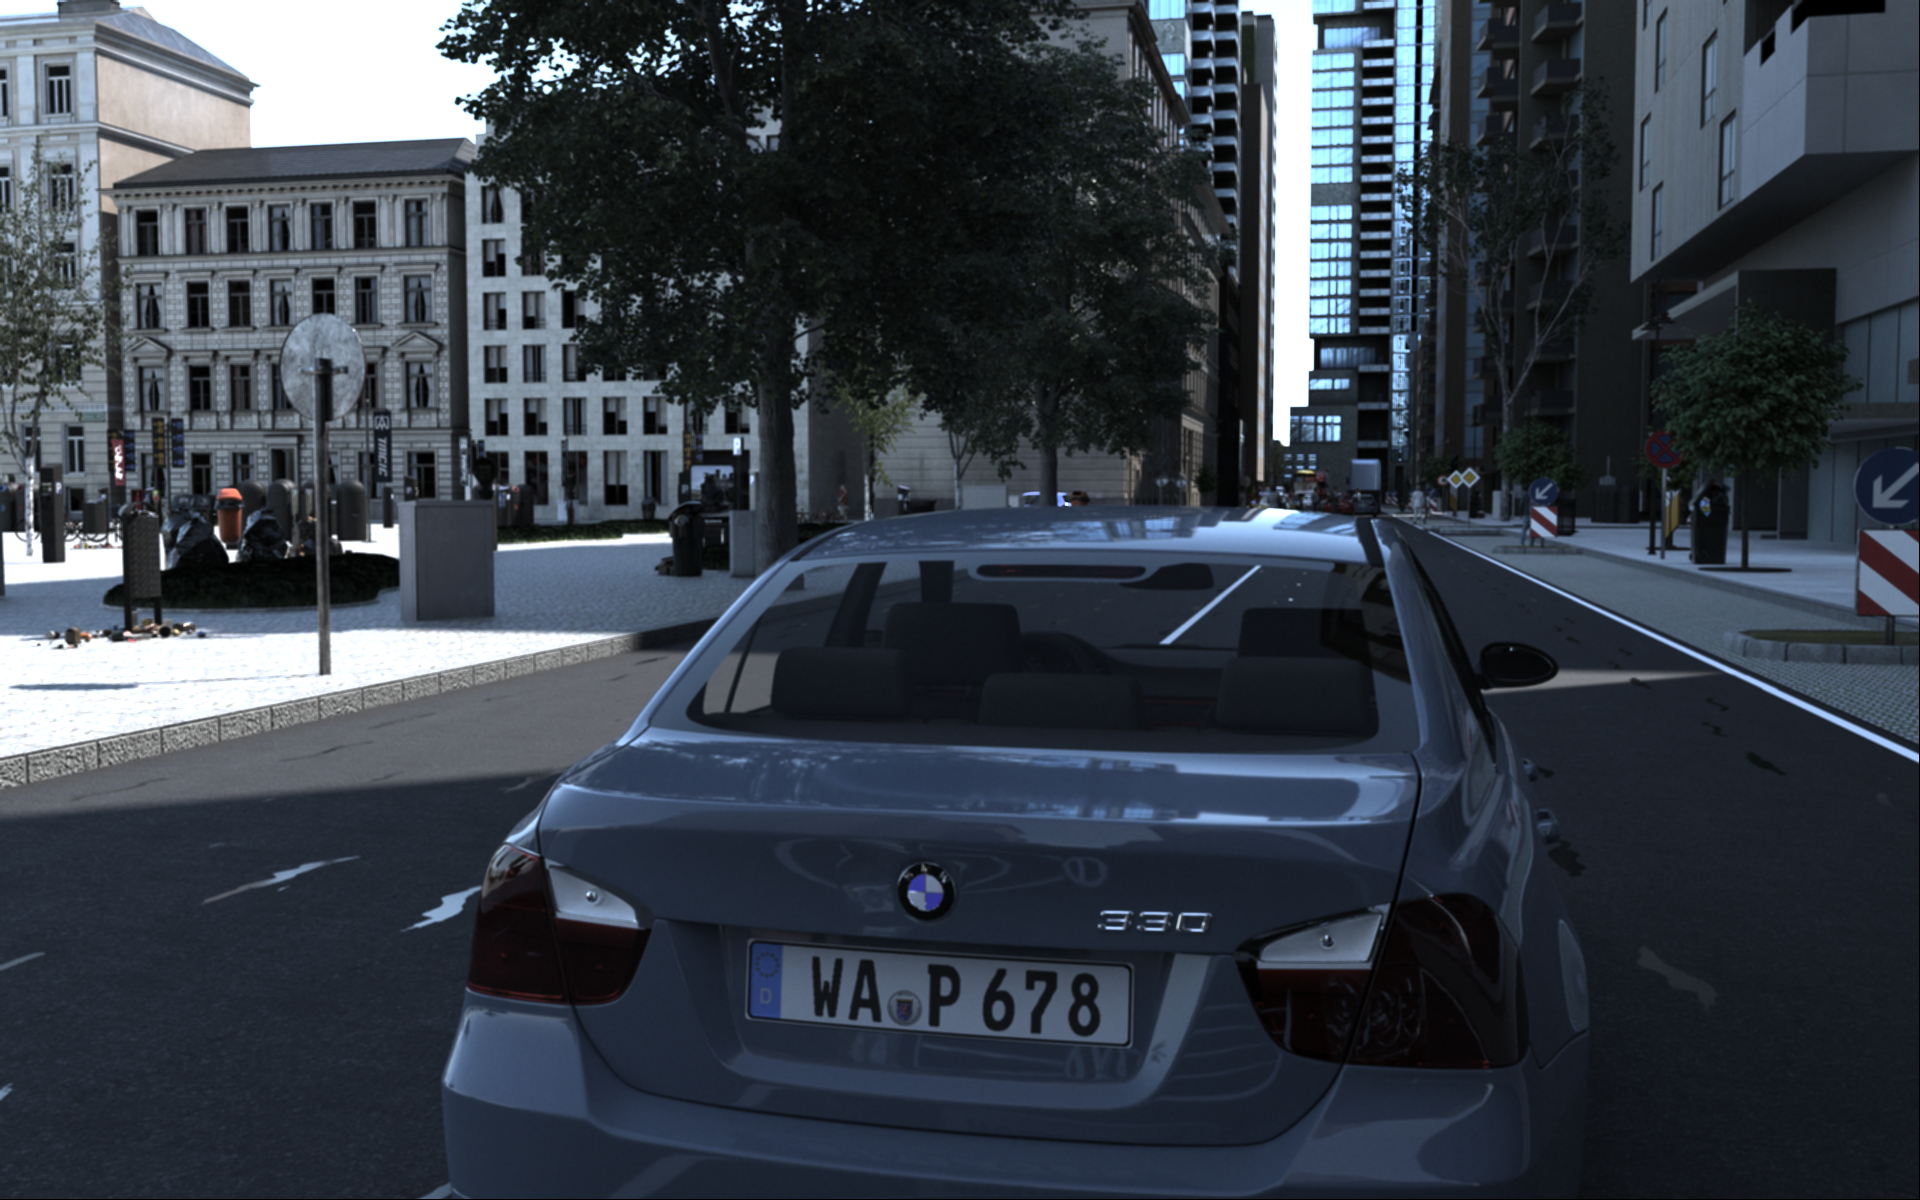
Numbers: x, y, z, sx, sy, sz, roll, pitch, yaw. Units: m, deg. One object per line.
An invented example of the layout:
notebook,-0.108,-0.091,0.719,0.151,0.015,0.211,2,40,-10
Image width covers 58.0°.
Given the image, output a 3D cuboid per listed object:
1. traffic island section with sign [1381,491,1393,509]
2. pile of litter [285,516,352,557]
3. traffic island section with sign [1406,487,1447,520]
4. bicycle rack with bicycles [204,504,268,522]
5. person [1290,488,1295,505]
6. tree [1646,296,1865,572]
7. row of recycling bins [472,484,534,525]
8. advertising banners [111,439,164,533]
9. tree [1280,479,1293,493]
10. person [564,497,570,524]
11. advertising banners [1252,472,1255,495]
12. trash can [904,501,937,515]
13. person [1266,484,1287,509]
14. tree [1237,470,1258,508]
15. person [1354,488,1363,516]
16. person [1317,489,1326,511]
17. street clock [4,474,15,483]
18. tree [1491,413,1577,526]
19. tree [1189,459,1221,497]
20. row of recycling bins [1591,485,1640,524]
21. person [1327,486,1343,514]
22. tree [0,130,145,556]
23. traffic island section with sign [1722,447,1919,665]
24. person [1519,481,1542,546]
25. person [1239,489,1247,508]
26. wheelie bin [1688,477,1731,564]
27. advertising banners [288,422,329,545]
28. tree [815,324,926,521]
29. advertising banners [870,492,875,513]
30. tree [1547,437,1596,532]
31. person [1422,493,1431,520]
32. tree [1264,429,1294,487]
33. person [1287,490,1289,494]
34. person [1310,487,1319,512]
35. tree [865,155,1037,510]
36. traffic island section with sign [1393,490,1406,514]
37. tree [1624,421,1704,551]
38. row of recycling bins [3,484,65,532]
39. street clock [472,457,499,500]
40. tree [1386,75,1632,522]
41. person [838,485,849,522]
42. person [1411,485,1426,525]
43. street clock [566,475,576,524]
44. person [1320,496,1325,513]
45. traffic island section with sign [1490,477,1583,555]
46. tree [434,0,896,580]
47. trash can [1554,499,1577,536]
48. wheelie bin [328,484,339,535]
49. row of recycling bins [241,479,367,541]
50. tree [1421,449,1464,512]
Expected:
traffic island section with sign,48.747,-11.568,197.769,1.989,1.847,2.006,1,4,13
pile of litter,-12.718,-1.228,34.038,1.719,0.858,1.176,0,4,5
traffic island section with sign,26.128,-5.383,96.646,1.989,1.847,2.006,1,4,13
bicycle rack with bicycles,-23.664,-2.775,58.752,2.925,0.926,2.852,-3,4,-36
person,20.552,-6.047,107.375,0.388,1.821,0.555,-2,4,-26
tree,13.242,-2.764,28.910,4.285,4.588,4.351,0,3,0
row of recycling bins,-18.292,-3.800,69.251,1.069,1.692,3.534,1,4,20
advertising banners,-26.377,-3.631,55.559,0.090,3.025,2.074,1,4,20
tree,41.631,-13.818,220.528,1.663,3.219,1.824,0,3,0
person,-17.344,-3.917,76.826,0.394,1.301,0.425,1,4,19
advertising banners,22.987,-8.508,135.291,0.090,3.025,2.074,0,4,3
trash can,-0.855,-1.583,37.540,0.748,1.137,0.748,0,3,0
person,10.840,-3.076,59.144,0.716,1.782,0.532,2,4,29
tree,22.893,-8.743,137.554,1.663,3.219,1.824,0,3,0
person,26.005,-6.415,113.479,0.850,1.850,0.679,3,4,36
person,30.925,-8.575,148.646,1.348,1.831,0.705,-2,4,-24
street clock,-34.073,-3.521,62.130,0.471,2.002,0.358,3,5,42
tree,23.280,-5.290,70.204,4.285,4.588,4.351,0,3,0
tree,13.448,-6.123,94.720,1.663,3.219,1.824,0,3,0
row of recycling bins,28.846,-4.234,76.337,1.069,1.692,3.534,0,4,-4
person,19.456,-4.997,90.167,0.822,1.834,0.622,3,5,39
tree,-19.223,-5.223,35.766,4.360,8.622,3.978,0,3,0
traffic island section with sign,7.939,-0.412,15.357,1.989,1.847,2.006,1,4,13
person,14.983,-2.237,45.428,0.623,1.781,0.721,1,4,21
person,15.661,-5.290,95.993,0.522,1.701,0.512,-3,4,-36
wheelie bin,13.766,-1.461,31.793,0.693,1.594,0.980,1,4,14
advertising banners,-15.867,-2.816,42.232,2.074,3.025,0.090,3,5,43
tree,-3.318,-7.059,65.774,4.737,8.622,4.395,0,3,0
advertising banners,-5.092,-7.264,114.954,2.074,3.025,0.090,-2,4,-33
tree,20.246,-3.891,58.222,1.663,3.219,1.824,0,3,0
person,25.307,-5.060,93.830,0.503,1.515,0.523,3,5,40
tree,35.992,-15.096,197.175,4.360,8.622,3.978,0,3,0
person,27.343,-8.292,144.349,0.850,1.792,0.678,1,4,12
person,21.523,-5.932,105.336,0.661,1.843,0.795,-3,5,-42
tree,-0.069,-5.342,37.708,4.360,8.622,3.978,0,3,0
traffic island section with sign,32.015,-6.992,122.952,1.989,1.847,2.006,1,4,13
tree,16.367,-2.753,39.613,1.663,3.219,1.824,0,3,0
row of recycling bins,-32.044,-3.173,58.985,3.534,1.692,1.069,1,4,16
street clock,-9.394,-1.820,34.327,0.471,2.002,0.358,0,4,1
tree,26.319,-13.659,79.221,12.611,20.169,13.585,0,3,0
person,-4.876,-3.927,72.679,0.580,1.828,0.573,3,5,44
person,21.233,-4.390,80.158,0.514,1.842,0.818,-2,4,-26
street clock,-14.765,-3.744,65.790,0.358,2.002,0.471,1,4,11
person,20.096,-5.106,96.229,0.590,1.304,0.306,-2,4,-30
traffic island section with sign,13.839,-2.020,41.661,1.989,1.847,2.006,1,4,13
tree,-2.348,-7.104,22.812,9.857,13.997,8.962,0,3,0
trash can,18.476,-2.524,52.917,0.748,1.137,0.748,0,3,0
wheelie bin,-19.727,-2.858,54.636,0.980,1.594,0.693,1,4,10
row of recycling bins,-18.063,-2.473,47.541,3.534,1.692,1.069,0,4,-1
tree,35.253,-8.721,126.304,4.285,4.588,4.351,0,3,0
